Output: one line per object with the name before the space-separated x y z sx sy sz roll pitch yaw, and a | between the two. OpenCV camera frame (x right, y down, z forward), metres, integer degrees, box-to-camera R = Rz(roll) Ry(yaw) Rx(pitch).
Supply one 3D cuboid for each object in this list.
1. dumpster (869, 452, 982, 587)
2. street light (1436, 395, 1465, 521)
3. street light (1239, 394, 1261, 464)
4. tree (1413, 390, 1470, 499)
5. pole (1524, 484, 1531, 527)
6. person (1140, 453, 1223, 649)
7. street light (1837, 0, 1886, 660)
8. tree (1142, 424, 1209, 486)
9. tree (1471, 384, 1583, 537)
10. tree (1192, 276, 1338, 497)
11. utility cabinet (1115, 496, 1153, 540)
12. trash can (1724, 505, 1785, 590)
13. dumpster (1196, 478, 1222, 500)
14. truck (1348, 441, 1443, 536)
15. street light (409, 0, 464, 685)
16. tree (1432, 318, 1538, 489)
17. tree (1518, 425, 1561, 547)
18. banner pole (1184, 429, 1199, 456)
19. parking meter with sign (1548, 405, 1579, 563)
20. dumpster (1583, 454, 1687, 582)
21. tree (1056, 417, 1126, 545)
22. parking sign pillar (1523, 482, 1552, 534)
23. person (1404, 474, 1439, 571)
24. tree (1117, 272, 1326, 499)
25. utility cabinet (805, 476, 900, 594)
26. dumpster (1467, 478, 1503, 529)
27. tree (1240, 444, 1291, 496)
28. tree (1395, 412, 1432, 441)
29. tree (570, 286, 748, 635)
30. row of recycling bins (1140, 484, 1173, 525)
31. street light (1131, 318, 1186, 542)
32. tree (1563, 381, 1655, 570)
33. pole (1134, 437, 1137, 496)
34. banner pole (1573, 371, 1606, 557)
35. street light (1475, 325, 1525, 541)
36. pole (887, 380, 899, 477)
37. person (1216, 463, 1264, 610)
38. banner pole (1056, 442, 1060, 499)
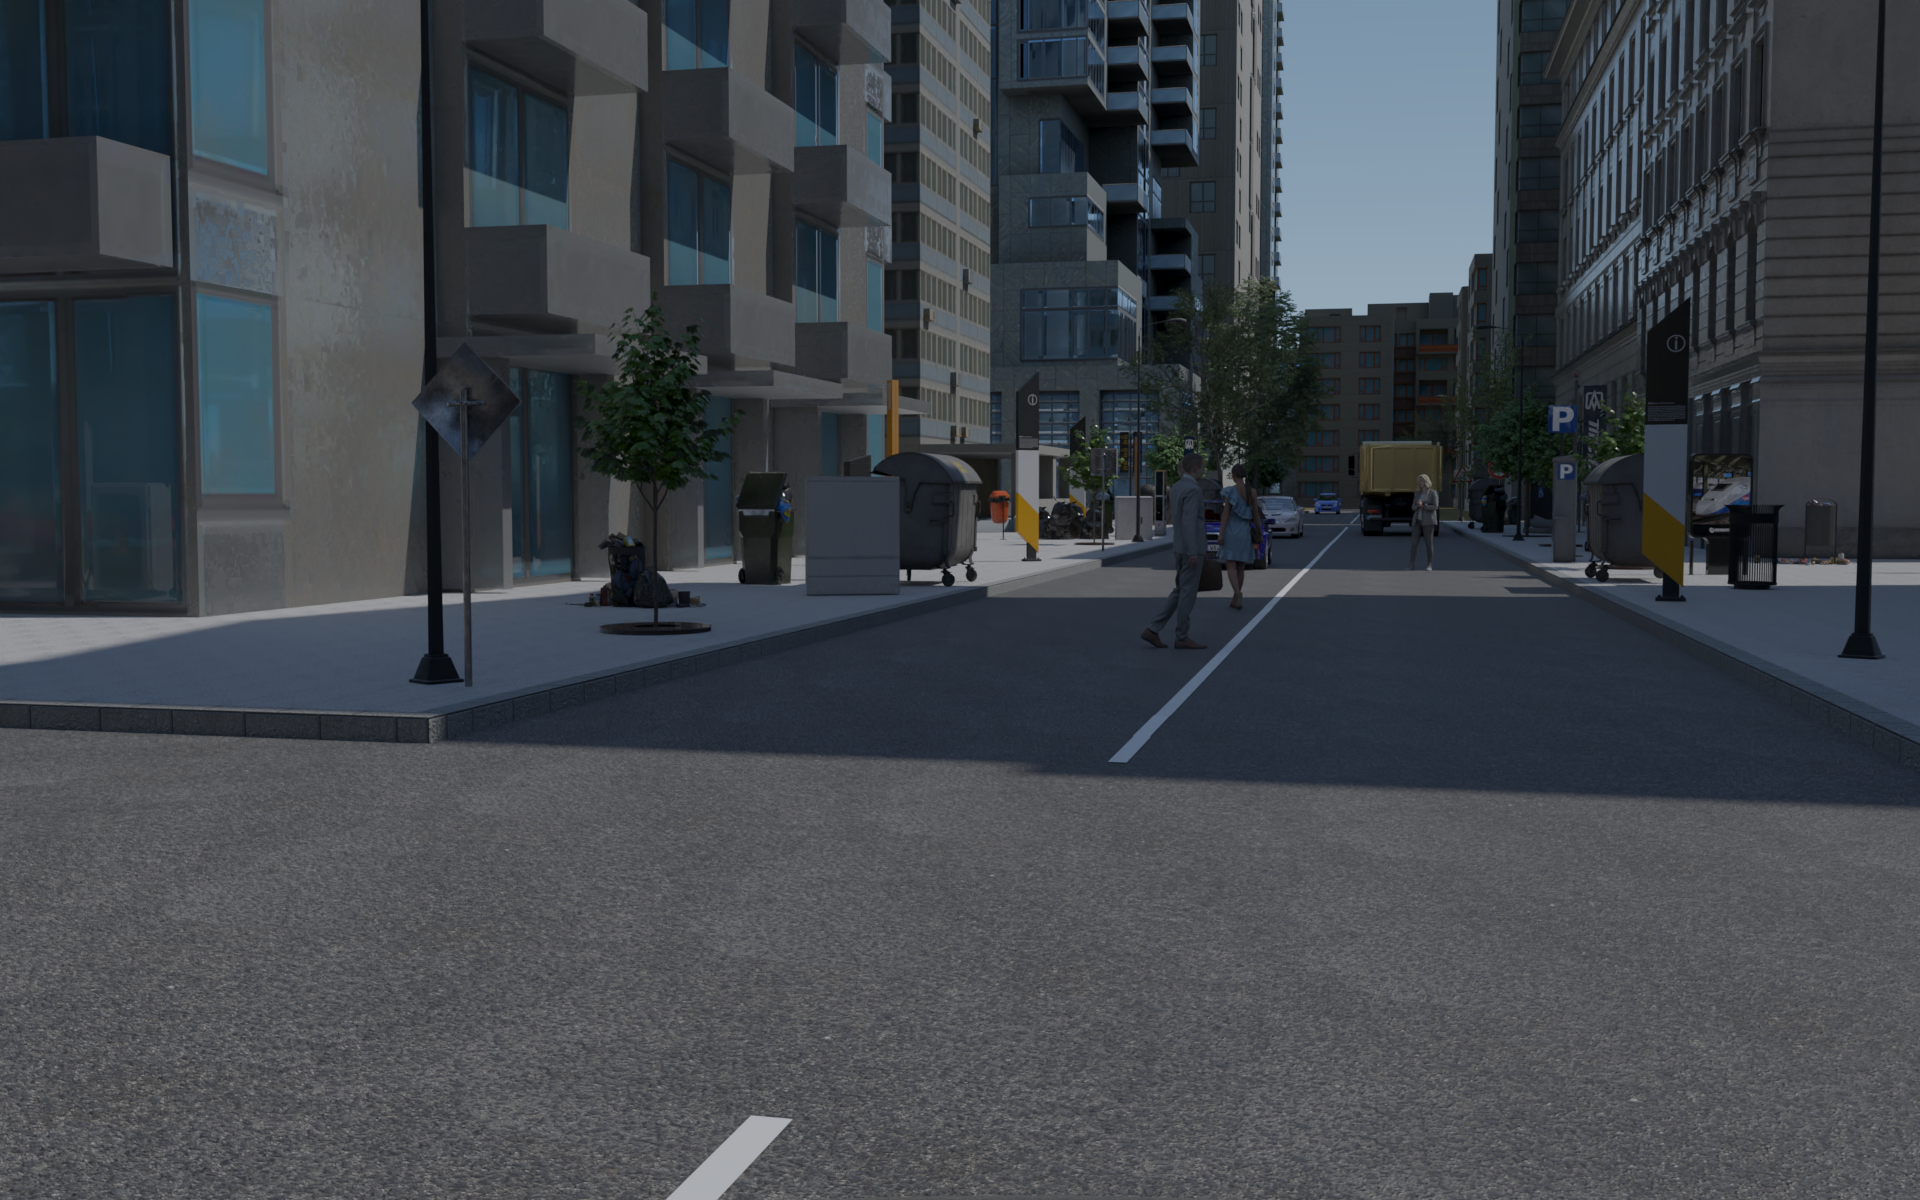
dumpster | -0.494 -1.159 24.709 1.264 1.857 1.865 1 4 14
street light | 23.077 -6.664 81.496 1.470 5.913 1.316 1 4 14
street light | 13.454 -6.572 79.992 1.470 5.913 1.316 1 4 14
tree | 33.995 -10.554 122.916 4.360 8.622 3.978 0 3 0
pole | 20.945 -4.283 63.874 0.158 3.312 0.155 0 3 0
person | 2.118 -0.454 16.038 0.853 1.813 0.709 -1 4 -15
street light | 6.549 -2.508 13.543 1.470 5.913 1.316 1 4 14
tree | 10.127 -5.947 80.950 4.285 4.588 4.351 0 3 0
tree | 17.159 -4.178 52.019 4.285 4.588 4.351 0 3 0
tree | 15.913 -10.544 90.514 7.486 12.596 7.792 0 3 0
utility cabinet | 4.838 -2.267 48.221 1.020 1.237 0.306 0 4 -6
trash can | 10.709 -0.718 23.386 0.748 1.137 0.748 0 3 0
dumpster | 8.991 -3.563 64.014 1.264 1.857 1.865 1 4 14
truck | 15.771 -4.068 62.438 3.469 3.379 9.791 1 4 12
street light | -3.047 -2.383 11.506 1.470 5.913 1.316 1 4 14
tree | 22.434 -7.525 73.402 4.737 8.622 4.395 0 3 0
tree | 14.745 -2.908 42.148 1.663 3.219 1.824 0 3 0
banner pole | 8.888 -4.661 66.218 0.863 3.779 0.401 -2 4 -30
parking meter with sign | 11.557 -2.257 33.161 0.543 3.016 1.738 1 4 16
dumpster | 9.985 -1.217 25.652 1.264 1.857 1.865 1 4 13
tree | 3.404 -3.012 43.843 1.663 3.219 1.824 0 3 0
parking sign pillar | 19.233 -4.176 56.751 1.447 3.967 1.447 -1 4 -12
person | 8.656 -1.447 32.349 0.526 1.800 0.537 -3 4 -37
tree | 10.915 -8.416 72.018 8.767 10.594 7.601 0 4 -1
utility cabinet | -1.369 -0.814 21.991 1.173 1.500 0.318 -1 4 -10
dumpster | 19.342 -3.544 63.695 1.264 1.857 1.865 1 4 14
tree | 18.332 -7.420 105.037 4.285 4.588 4.351 0 3 0
tree | 40.225 -12.250 150.653 4.737 8.622 4.395 0 3 0
tree | -2.739 -1.321 16.202 1.663 3.219 1.824 0 3 0
row of recycling bins | 8.730 -3.998 72.474 3.534 1.692 1.069 -3 5 -45
street light | 5.284 -4.494 46.023 1.470 5.913 1.316 1 4 14
tree | 11.502 -2.152 29.791 1.663 3.219 1.824 0 3 0
pole | 6.351 -4.182 62.222 0.158 3.312 0.155 0 3 0
banner pole | 12.710 -2.763 35.184 0.401 3.779 0.863 -3 5 -45
street light | 14.822 -4.588 47.547 1.470 5.913 1.316 1 4 14
pole | -1.206 -2.279 31.112 0.158 3.312 0.155 0 3 0
person | 3.495 -0.791 21.532 0.616 1.811 0.778 0 4 -3
banner pole | 4.614 -5.726 83.640 0.863 3.779 0.401 -3 5 -41
